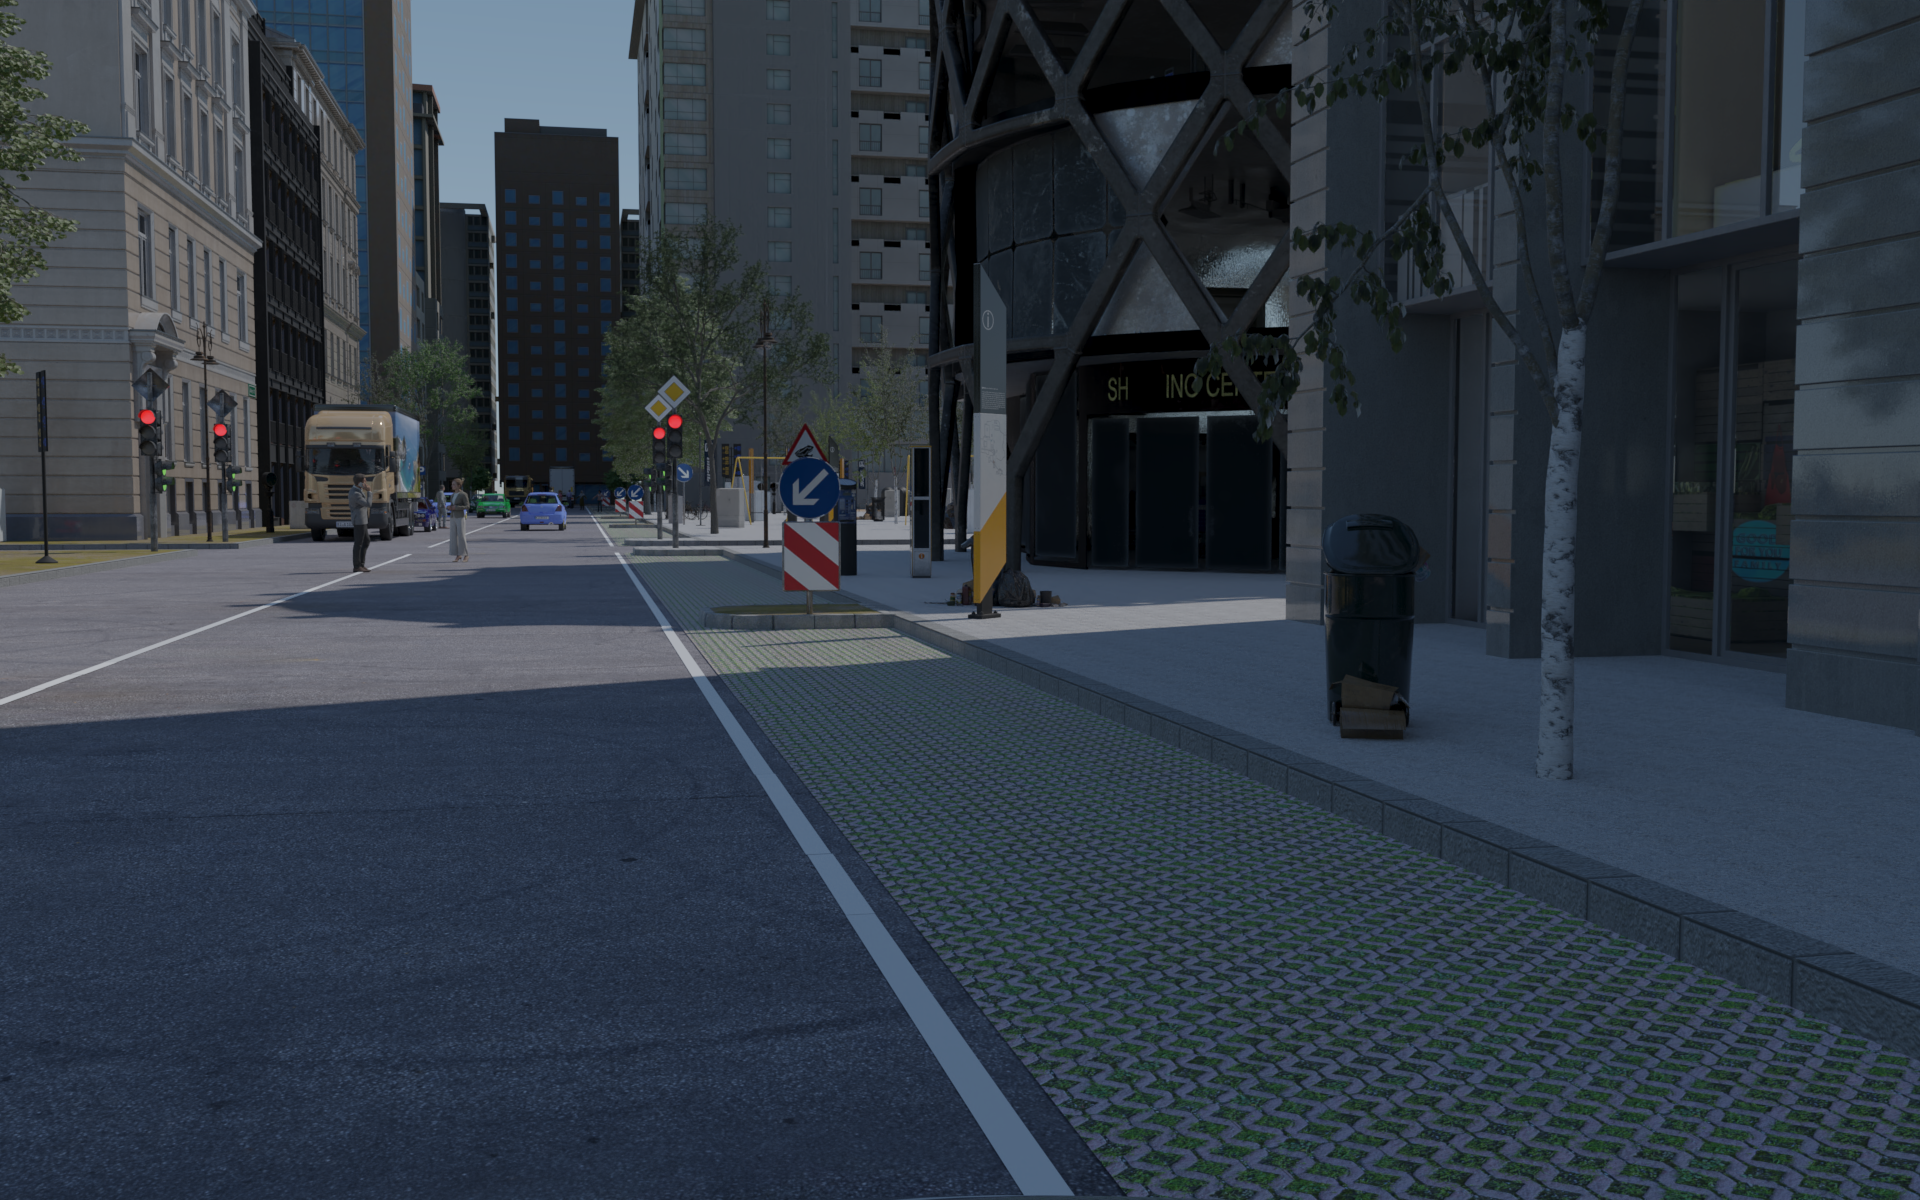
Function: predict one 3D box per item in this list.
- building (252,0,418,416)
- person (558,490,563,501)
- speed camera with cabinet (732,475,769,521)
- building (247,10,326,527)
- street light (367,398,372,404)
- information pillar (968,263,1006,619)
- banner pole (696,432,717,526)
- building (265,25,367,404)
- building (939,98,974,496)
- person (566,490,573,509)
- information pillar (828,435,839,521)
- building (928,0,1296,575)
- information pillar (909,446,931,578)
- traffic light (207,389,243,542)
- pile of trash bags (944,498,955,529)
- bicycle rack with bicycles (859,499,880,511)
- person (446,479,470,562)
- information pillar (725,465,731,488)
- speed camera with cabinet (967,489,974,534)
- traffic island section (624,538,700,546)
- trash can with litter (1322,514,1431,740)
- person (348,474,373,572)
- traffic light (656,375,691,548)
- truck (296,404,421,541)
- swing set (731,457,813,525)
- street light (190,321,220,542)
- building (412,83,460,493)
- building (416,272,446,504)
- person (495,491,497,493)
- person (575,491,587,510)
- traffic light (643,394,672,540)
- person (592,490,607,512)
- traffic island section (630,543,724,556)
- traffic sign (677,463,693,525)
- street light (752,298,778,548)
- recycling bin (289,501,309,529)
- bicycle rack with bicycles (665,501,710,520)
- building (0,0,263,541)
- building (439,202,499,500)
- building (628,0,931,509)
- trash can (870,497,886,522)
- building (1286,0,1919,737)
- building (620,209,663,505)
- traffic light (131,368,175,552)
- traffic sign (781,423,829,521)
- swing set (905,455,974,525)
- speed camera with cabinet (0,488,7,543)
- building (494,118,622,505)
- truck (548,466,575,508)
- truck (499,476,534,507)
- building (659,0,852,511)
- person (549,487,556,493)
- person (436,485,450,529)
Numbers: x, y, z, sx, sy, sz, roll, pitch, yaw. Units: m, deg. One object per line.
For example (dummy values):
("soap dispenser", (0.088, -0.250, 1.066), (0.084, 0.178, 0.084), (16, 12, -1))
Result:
("building", (-46.947, -28.994, 124.158), (14.600, 45.320, 14.200), (-1, 4, -12))
("person", (-29.139, -7.126, 125.734), (0.721, 1.743, 1.217), (1, 4, 11))
("speed camera with cabinet", (-10.125, -5.420, 82.958), (0.660, 3.252, 2.038), (-3, 5, -39))
("building", (-34.425, -14.876, 72.898), (12.332, 23.373, 15.834), (-1, 4, -12))
("street light", (-28.421, -6.774, 83.551), (0.468, 5.910, 1.993), (-1, 4, -12))
("information pillar", (0.302, -1.622, 17.870), (0.183, 3.616, 0.504), (3, 4, 36))
("banner pole", (-10.286, -4.900, 70.136), (0.863, 3.779, 0.401), (0, 4, -3))
("building", (-39.545, -18.062, 92.572), (12.463, 27.353, 25.104), (-1, 4, -12))
("building", (-13.962, -34.743, 157.291), (28.713, 52.752, 27.495), (-1, 4, -12))
("person", (-38.152, -9.853, 169.471), (0.709, 1.838, 0.599), (1, 4, 15))
("information pillar", (-5.076, -4.772, 69.370), (0.183, 3.616, 0.504), (3, 5, 44))
("building", (7.561, -10.147, 33.360), (16.820, 18.784, 16.811), (-1, 4, -12))
("information pillar", (-0.604, -1.344, 26.460), (0.304, 2.012, 0.304), (-1, 4, -8))
("traffic light", (-19.685, -3.512, 46.337), (0.839, 4.253, 0.868), (-1, 4, -12))
("pile of trash bags", (0.756, -3.341, 64.374), (3.447, 1.369, 1.912), (-1, 4, -16))
("bicycle rack with bicycles", (-6.109, -6.839, 125.195), (2.852, 0.926, 2.925), (-1, 4, -20))
("person", (-10.602, -1.678, 36.477), (0.519, 1.759, 0.362), (2, 4, 32))
("information pillar", (-16.315, -7.989, 121.970), (0.504, 3.616, 0.183), (-2, 4, -24))
("speed camera with cabinet", (0.740, -3.823, 56.836), (0.660, 3.252, 2.038), (1, 4, 14))
("traffic island section", (-8.455, -1.631, 48.941), (2.009, 0.180, 2.903), (-1, 4, -12))
("trash can with litter", (2.298, 0.120, 9.433), (0.624, 1.170, 1.055), (1, 4, 8))
("person", (-10.970, -1.410, 31.736), (0.473, 1.802, 0.592), (-1, 4, -12))
("traffic light", (-6.773, -3.187, 41.020), (0.839, 4.253, 0.868), (-1, 4, -12))
("truck", (-19.335, -4.121, 56.293), (2.839, 4.237, 11.283), (-1, 4, -12))
("swing set", (-8.242, -4.650, 73.654), (3.119, 2.851, 2.862), (-2, 4, -29))
("street light", (-20.209, -4.507, 46.473), (0.468, 5.910, 1.993), (-1, 4, -12))
("building", (-66.449, -31.988, 177.632), (28.867, 44.769, 22.147), (-1, 4, -12))
("building", (-58.472, -18.317, 144.519), (27.650, 21.520, 28.899), (-1, 4, -12))
("person", (-42.225, -9.060, 157.341), (0.721, 1.736, 1.217), (-2, 4, -35))
("person", (-33.661, -8.853, 153.969), (1.217, 1.736, 0.721), (2, 4, 25))
("traffic light", (-8.497, -3.663, 48.818), (0.839, 4.253, 0.868), (-1, 4, -12))
("person", (-28.500, -7.807, 136.861), (1.217, 1.736, 0.721), (0, 4, 7))
("traffic island section", (-6.731, -1.154, 41.143), (2.009, 0.180, 2.903), (-1, 4, -12))
("traffic sign", (-11.521, -4.412, 72.246), (0.768, 2.556, 0.104), (-1, 4, -10))
("street light", (-4.624, -4.179, 41.122), (0.468, 5.910, 1.993), (-1, 4, -12))
("recycling bin", (-24.164, -3.124, 63.638), (0.722, 1.027, 0.722), (0, 4, -3))
("bicycle rack with bicycles", (-13.509, -4.474, 86.526), (2.925, 0.926, 2.852), (1, 4, 21))
("building", (-30.908, -16.467, 55.136), (13.634, 28.700, 20.117), (-1, 4, -12))
("building", (-70.218, -32.038, 215.710), (23.993, 40.220, 32.217), (-1, 4, -12))
("building", (-19.984, -36.381, 184.068), (28.713, 52.752, 27.495), (-1, 4, -12))
("trash can", (-3.806, -4.220, 80.653), (0.748, 1.137, 0.748), (0, 3, 0))
("building", (11.759, -13.831, 3.625), (11.434, 29.767, 29.804), (-1, 4, -12))
("building", (-32.062, -32.555, 224.154), (23.993, 40.220, 32.217), (-1, 4, -12))
("traffic light", (-17.961, -3.035, 38.540), (0.839, 4.253, 0.868), (-1, 4, -12))
("traffic sign", (-2.848, -1.953, 31.929), (0.884, 2.594, 0.081), (-1, 4, -12))
("swing set", (-0.544, -4.425, 69.971), (3.119, 2.851, 2.862), (0, 4, -7))
("speed camera with cabinet", (-25.533, -3.108, 45.145), (0.660, 3.252, 2.038), (-1, 4, -13))
("building", (-48.663, -34.283, 210.632), (14.200, 45.320, 14.600), (-1, 4, -12))
("truck", (-41.738, -11.787, 181.628), (2.839, 4.237, 11.283), (-1, 4, -13))
("truck", (-46.758, -11.471, 183.466), (3.469, 3.379, 9.791), (-1, 4, -11))
("building", (-16.286, -27.621, 135.199), (14.154, 41.232, 14.086), (-1, 4, -12))
("person", (-26.390, -6.374, 112.082), (0.474, 1.900, 0.648), (3, 4, 38))
("person", (-21.457, -3.860, 71.707), (0.635, 1.810, 0.391), (3, 5, 44))
